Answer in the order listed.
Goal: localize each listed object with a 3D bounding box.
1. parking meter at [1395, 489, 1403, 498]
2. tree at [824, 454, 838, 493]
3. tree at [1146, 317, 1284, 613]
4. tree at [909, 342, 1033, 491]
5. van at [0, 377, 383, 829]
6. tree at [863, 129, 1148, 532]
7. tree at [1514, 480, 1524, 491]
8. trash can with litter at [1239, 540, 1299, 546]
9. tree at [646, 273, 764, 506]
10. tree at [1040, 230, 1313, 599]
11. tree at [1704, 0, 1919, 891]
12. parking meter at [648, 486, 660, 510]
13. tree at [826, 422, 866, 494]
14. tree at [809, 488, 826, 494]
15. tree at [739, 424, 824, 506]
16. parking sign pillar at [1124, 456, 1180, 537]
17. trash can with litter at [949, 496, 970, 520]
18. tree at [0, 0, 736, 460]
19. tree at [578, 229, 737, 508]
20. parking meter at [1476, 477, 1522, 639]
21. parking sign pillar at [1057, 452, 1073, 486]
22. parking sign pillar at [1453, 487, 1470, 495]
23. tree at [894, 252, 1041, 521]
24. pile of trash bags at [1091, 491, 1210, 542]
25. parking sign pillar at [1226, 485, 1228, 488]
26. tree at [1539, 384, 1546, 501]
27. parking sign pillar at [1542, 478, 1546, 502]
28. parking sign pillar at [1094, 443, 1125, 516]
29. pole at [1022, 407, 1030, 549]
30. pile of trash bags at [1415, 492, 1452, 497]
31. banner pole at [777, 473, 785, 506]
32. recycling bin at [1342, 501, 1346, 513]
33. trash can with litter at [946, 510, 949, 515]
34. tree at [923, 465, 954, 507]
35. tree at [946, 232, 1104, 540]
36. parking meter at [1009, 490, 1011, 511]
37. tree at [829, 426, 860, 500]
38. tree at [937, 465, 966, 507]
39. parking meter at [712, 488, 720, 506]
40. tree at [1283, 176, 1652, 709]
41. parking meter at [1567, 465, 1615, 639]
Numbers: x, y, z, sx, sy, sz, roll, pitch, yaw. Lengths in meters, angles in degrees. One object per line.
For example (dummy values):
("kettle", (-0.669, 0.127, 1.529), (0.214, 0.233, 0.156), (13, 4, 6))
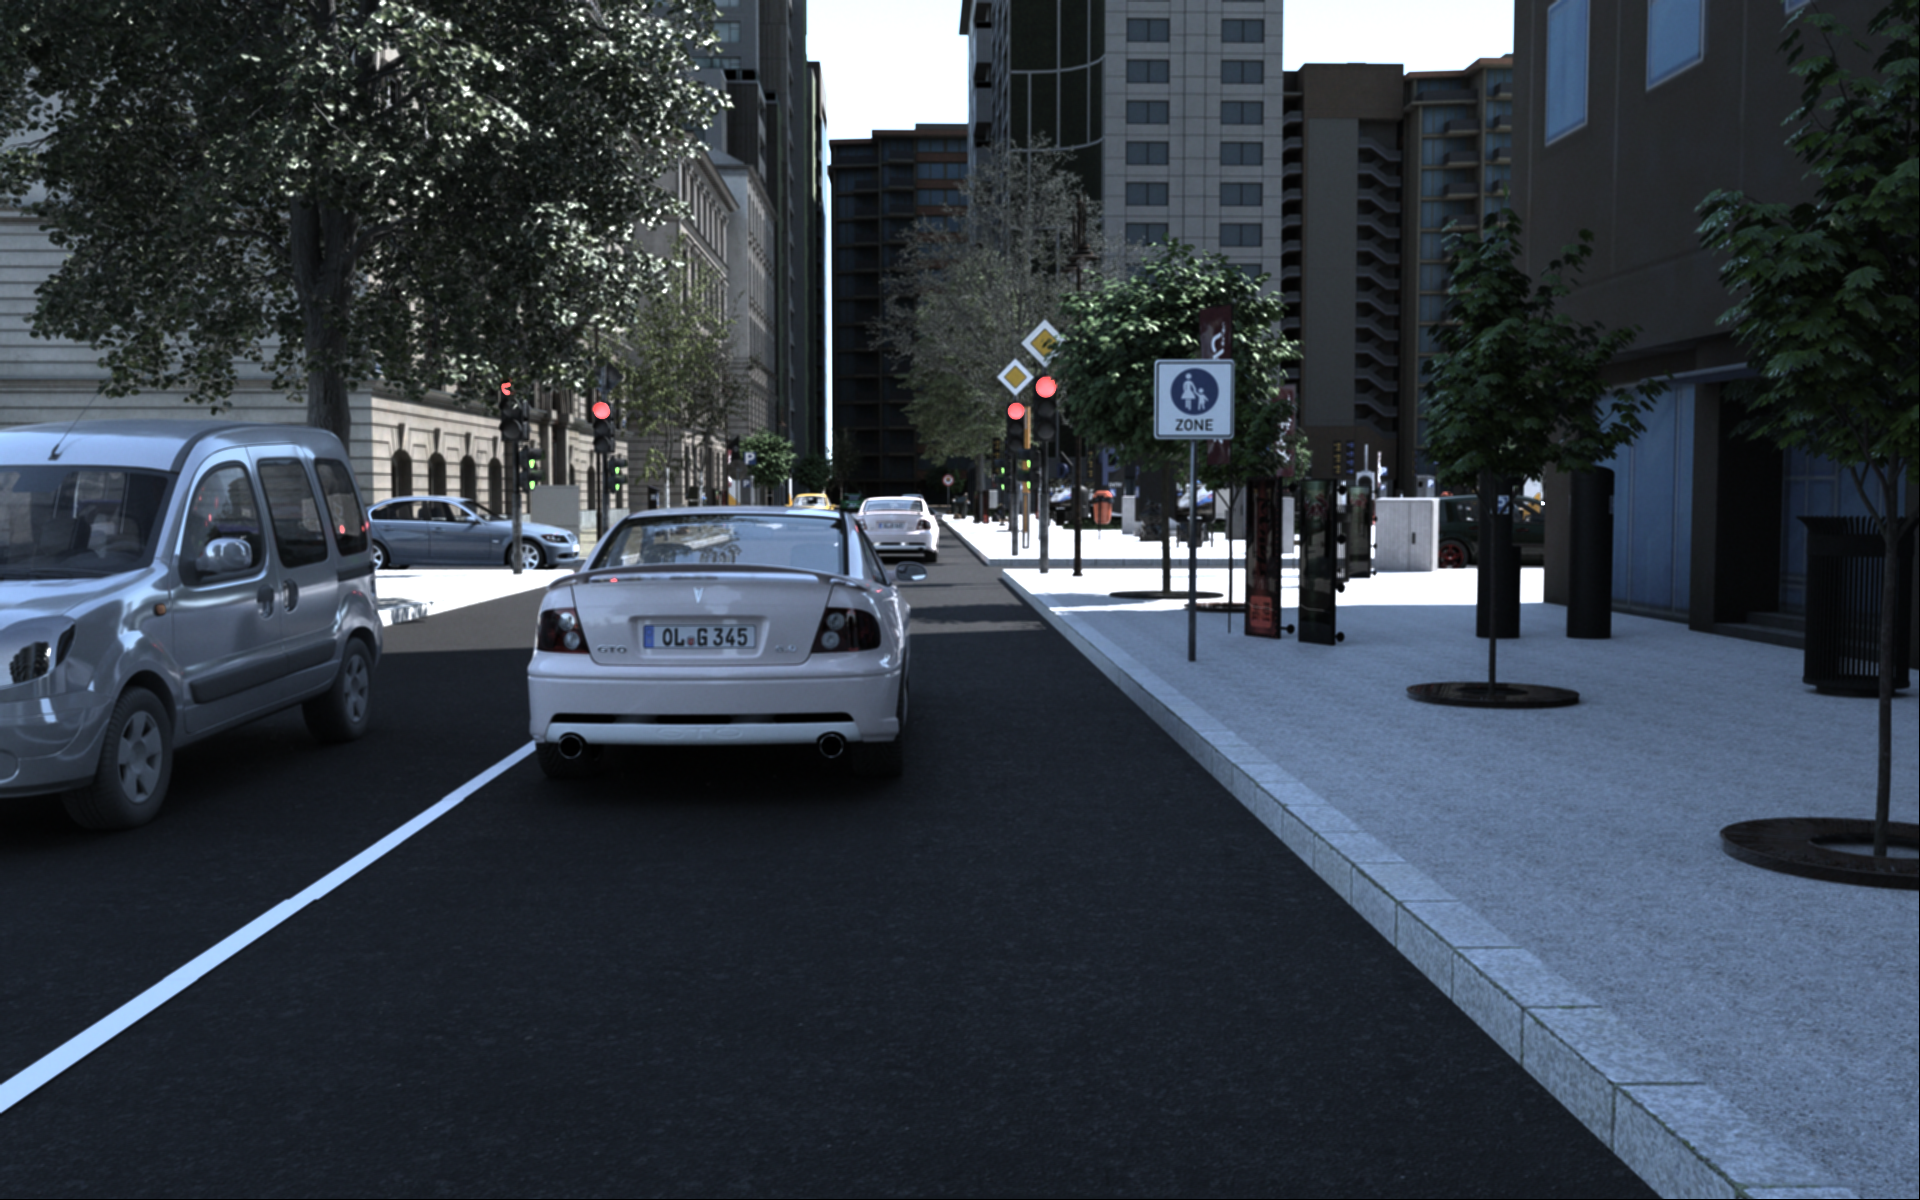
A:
("parking meter", (22.796, -4.988, 89.965), (0.372, 1.533, 0.369), (0, 3, 0))
("tree", (-10.012, -8.336, 120.001), (4.285, 4.588, 4.351), (0, 3, 0))
("tree", (3.029, -1.491, 18.987), (1.663, 3.219, 1.824), (0, 3, 0))
("tree", (0.717, -9.771, 94.170), (8.767, 10.594, 7.601), (2, 4, 35))
("van", (-4.324, -0.104, 8.712), (2.013, 2.044, 4.112), (0, 4, 0))
("tree", (1.876, -9.072, 58.698), (12.009, 13.543, 11.850), (0, 3, 0))
("tree", (30.956, -6.989, 97.984), (4.285, 4.588, 4.351), (0, 3, 0))
("trash can with litter", (8.172, -1.999, 43.741), (1.678, 1.210, 2.233), (-1, 4, -15))
("tree", (-8.760, -6.614, 58.504), (4.360, 8.622, 3.978), (0, 3, 0))
("tree", (2.674, -2.323, 21.688), (4.285, 4.588, 4.351), (0, 3, 0))
("tree", (3.369, -0.695, 5.959), (1.663, 3.219, 1.824), (0, 3, 0))
("parking meter", (-9.248, -2.691, 52.416), (0.372, 1.533, 0.369), (0, 3, 0))
("tree", (-11.585, -13.800, 175.997), (4.737, 8.622, 4.395), (0, 3, 0))
("tree", (-10.805, -8.366, 131.377), (1.663, 3.219, 1.824), (0, 3, 0))
("tree", (-9.217, -5.985, 81.564), (4.285, 4.588, 4.351), (0, 3, 0))
("parking sign pillar", (5.967, -3.900, 52.231), (1.447, 3.967, 1.447), (-1, 4, -13))
("trash can with litter", (0.043, -4.661, 87.592), (0.624, 1.170, 1.055), (1, 4, 22))
("tree", (-7.226, -6.925, 19.885), (9.857, 13.997, 8.962), (0, 3, 0))
("tree", (-8.302, -5.934, 47.383), (4.737, 8.622, 4.395), (0, 3, 0))
("parking meter", (4.824, -0.433, 15.489), (0.372, 1.533, 0.369), (0, 3, 0))
("parking sign pillar", (6.628, -7.392, 109.337), (1.447, 3.967, 1.447), (-2, 4, -28))
("parking sign pillar", (31.984, -7.460, 110.439), (1.447, 3.967, 1.447), (-1, 4, -15))
("tree", (0.621, -9.947, 80.759), (7.486, 12.596, 7.792), (0, 3, 0))
("pile of trash bags", (5.236, -2.310, 47.518), (3.447, 1.369, 1.912), (2, 4, 24))
("parking sign pillar", (13.352, -6.249, 90.642), (1.447, 3.967, 1.447), (-1, 4, -12))
("tree", (24.890, -7.538, 73.613), (4.360, 8.622, 3.978), (0, 3, 0))
("parking sign pillar", (30.541, -6.144, 88.924), (1.447, 3.967, 1.447), (-3, 5, -42))
("parking sign pillar", (6.301, -5.165, 72.921), (1.447, 3.967, 1.447), (-2, 4, -33))
("pole", (1.551, -2.858, 40.577), (0.158, 3.312, 0.155), (0, 3, 0))
("pile of trash bags", (20.052, -3.966, 74.590), (3.447, 1.369, 1.912), (-3, 4, -38))
("banner pole", (-9.705, -6.339, 93.657), (0.401, 3.779, 0.863), (2, 4, 33))
("recycling bin", (14.798, -3.272, 66.044), (0.722, 1.027, 0.722), (0, 4, -3))
("trash can with litter", (-0.506, -5.871, 107.370), (0.624, 1.170, 1.055), (-3, 5, -40))
("tree", (-2.040, -11.674, 174.578), (4.285, 4.588, 4.351), (0, 3, 0))
("tree", (2.050, -5.997, 48.416), (4.360, 8.622, 3.978), (0, 3, 0))
("parking meter", (2.658, -4.865, 87.946), (0.372, 1.533, 0.369), (0, 3, 0))
("tree", (-12.902, -14.542, 188.127), (4.360, 8.622, 3.978), (0, 3, 0))
("tree", (-0.239, -7.389, 115.415), (1.663, 3.219, 1.824), (0, 3, 0))
("parking meter", (-10.727, -4.147, 76.208), (0.372, 1.533, 0.369), (0, 3, 0))
("tree", (3.254, -0.981, 10.643), (1.663, 3.219, 1.824), (0, 3, 0))
("parking meter", (5.625, -0.431, 15.450), (0.372, 1.533, 0.369), (0, 3, 0))
